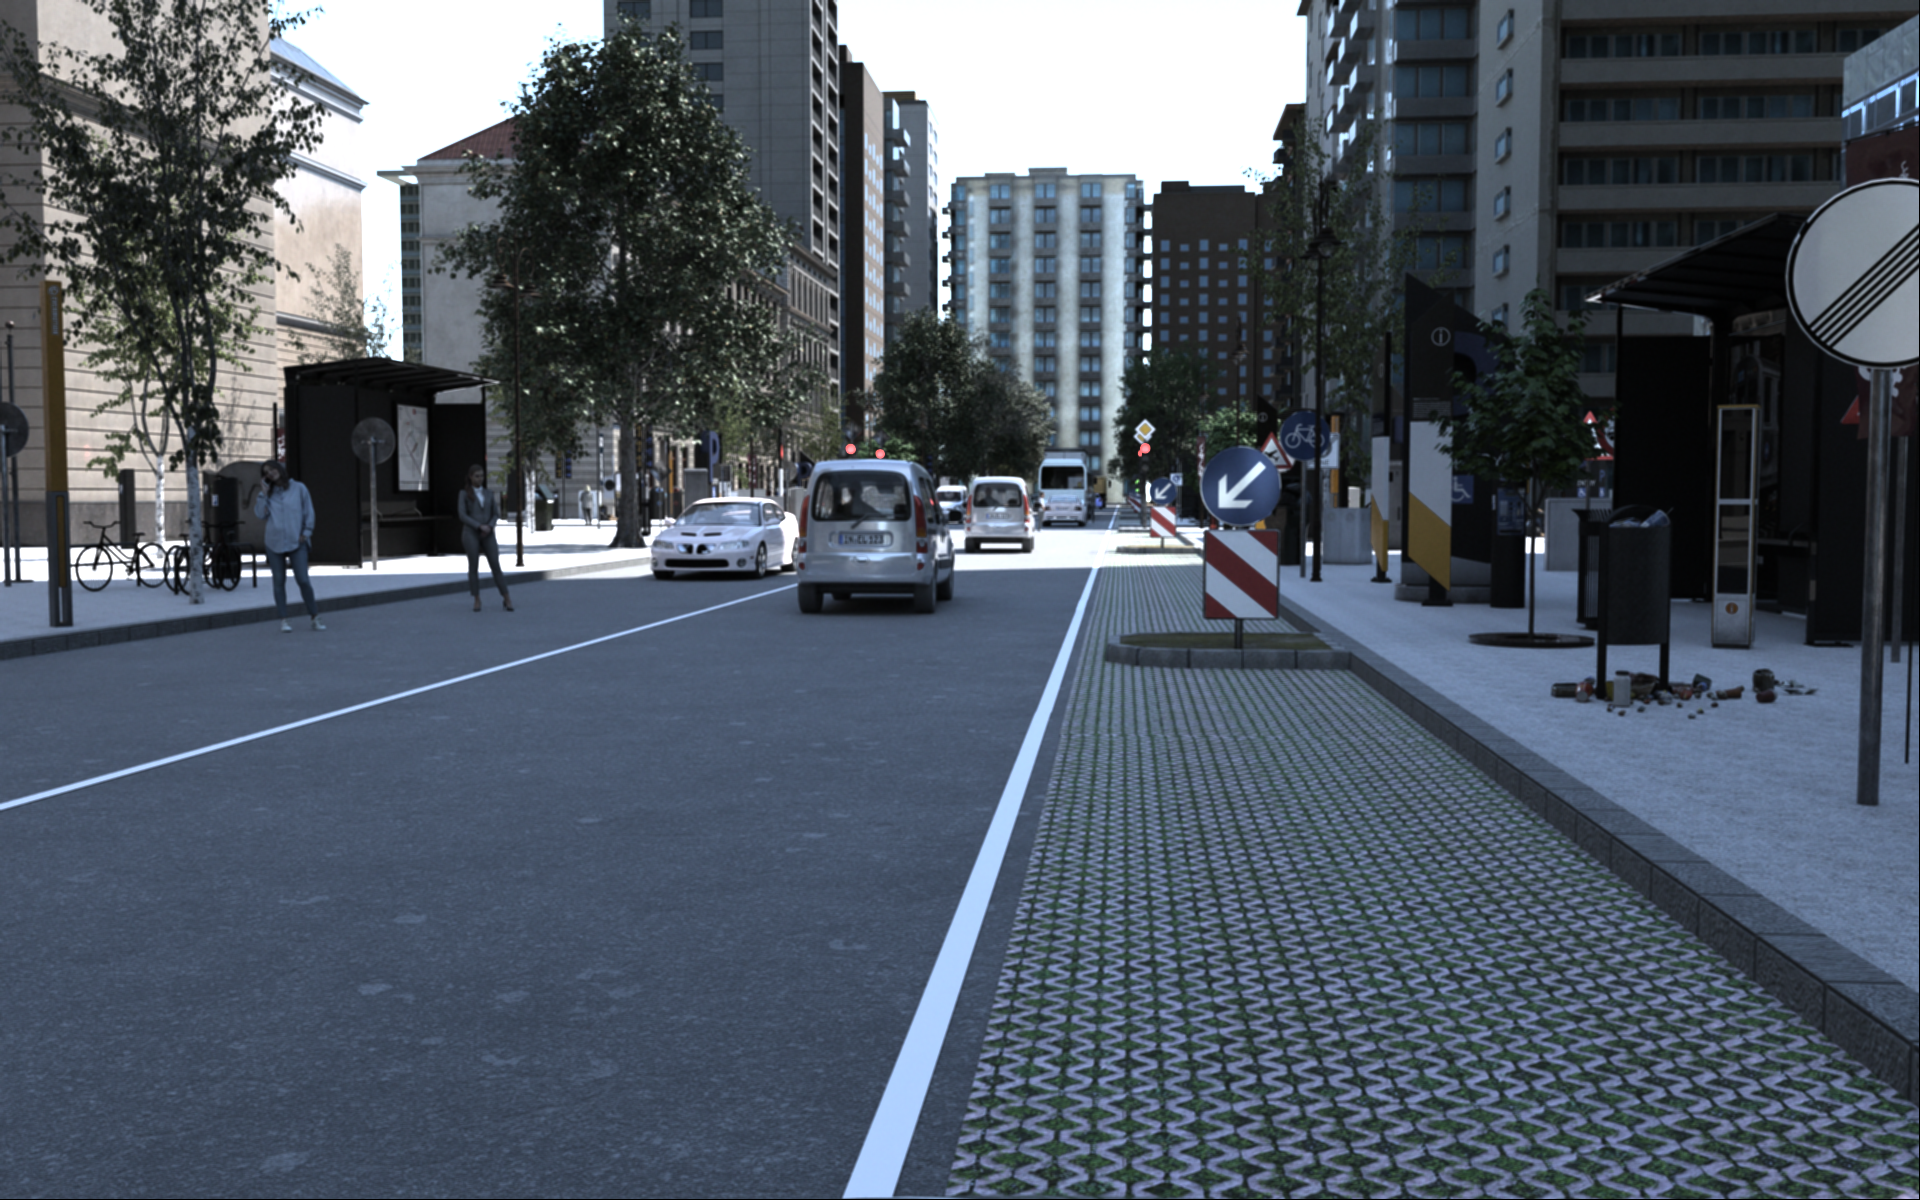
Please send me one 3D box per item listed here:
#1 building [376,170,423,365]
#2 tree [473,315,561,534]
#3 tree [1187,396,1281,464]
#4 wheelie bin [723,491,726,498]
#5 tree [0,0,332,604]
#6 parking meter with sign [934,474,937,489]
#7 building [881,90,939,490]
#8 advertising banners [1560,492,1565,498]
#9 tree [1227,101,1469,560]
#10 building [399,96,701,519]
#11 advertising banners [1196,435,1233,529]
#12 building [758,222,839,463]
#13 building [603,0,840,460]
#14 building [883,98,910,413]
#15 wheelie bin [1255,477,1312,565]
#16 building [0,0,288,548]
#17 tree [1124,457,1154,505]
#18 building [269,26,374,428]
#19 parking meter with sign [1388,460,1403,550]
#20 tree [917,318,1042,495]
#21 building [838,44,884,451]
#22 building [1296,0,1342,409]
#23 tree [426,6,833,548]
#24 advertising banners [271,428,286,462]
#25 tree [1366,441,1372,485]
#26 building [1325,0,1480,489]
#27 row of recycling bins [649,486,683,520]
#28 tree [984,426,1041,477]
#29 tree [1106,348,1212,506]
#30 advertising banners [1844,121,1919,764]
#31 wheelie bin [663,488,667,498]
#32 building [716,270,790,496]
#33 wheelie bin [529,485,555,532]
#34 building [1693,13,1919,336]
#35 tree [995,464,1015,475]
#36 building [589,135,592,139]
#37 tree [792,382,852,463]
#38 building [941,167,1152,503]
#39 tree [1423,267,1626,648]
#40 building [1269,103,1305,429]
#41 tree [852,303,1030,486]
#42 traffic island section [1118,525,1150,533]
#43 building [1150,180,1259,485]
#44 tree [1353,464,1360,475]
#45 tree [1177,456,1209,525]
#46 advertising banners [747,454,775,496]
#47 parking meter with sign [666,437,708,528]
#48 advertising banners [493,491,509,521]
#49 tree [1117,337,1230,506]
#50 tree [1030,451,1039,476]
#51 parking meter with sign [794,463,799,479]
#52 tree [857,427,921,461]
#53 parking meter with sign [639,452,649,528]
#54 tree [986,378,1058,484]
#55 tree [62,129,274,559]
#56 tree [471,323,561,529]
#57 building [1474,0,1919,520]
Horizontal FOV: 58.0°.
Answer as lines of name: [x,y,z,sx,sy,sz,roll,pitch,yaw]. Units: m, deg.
building: [-49.035,-31.053,199.600,23.993,40.220,32.217,0,4,5]
tree: [-13.663,-6.421,55.353,4.737,8.622,4.395,0,3,0]
tree: [9.354,-4.560,58.275,4.285,4.588,4.351,0,3,0]
wheelie bin: [-11.902,-4.733,85.297,0.693,1.594,0.980,-1,4,-18]
tree: [-9.074,-4.247,19.801,4.360,8.622,3.978,0,3,0]
parking meter with sign: [-1.235,-8.890,141.610,1.738,3.016,0.543,-1,4,-18]
building: [-17.482,-43.730,256.987,28.212,58.520,21.231,0,4,5]
advertising banners: [28.573,-5.226,81.634,2.074,3.025,0.090,3,5,39]
tree: [7.293,-5.064,33.163,4.737,8.622,4.395,0,3,0]
building: [-21.982,-16.084,99.134,11.583,22.565,21.152,0,4,5]
advertising banners: [7.543,-3.368,51.251,0.090,3.025,2.074,-2,4,-24]
building: [-16.783,-18.978,139.175,11.050,23.489,19.941,0,4,5]
building: [-19.828,-44.126,159.712,20.563,71.187,20.611,0,4,5]
building: [-21.488,-35.528,200.484,30.456,49.044,23.786,0,4,5]
wheelie bin: [5.942,-1.433,31.339,0.980,1.594,0.693,-3,4,-37]
building: [-33.222,-15.310,47.575,25.104,27.353,12.463,0,4,5]
tree: [23.085,-16.852,209.937,7.601,10.594,8.767,0,4,-3]
building: [-45.563,-19.061,97.558,20.117,28.700,13.634,0,4,5]
parking meter with sign: [9.940,-2.654,39.653,1.738,3.016,0.543,3,5,42]
tree: [0.484,-12.830,120.132,12.009,13.543,11.850,0,3,0]
building: [-15.621,-32.260,177.558,14.600,45.320,14.200,0,4,5]
building: [47.089,-35.039,162.119,28.713,52.752,27.495,0,4,5]
tree: [-7.955,-7.603,41.314,9.611,12.733,9.660,0,3,0]
advertising banners: [-18.649,-3.029,45.716,2.074,3.025,0.090,0,4,2]
tree: [21.629,-6.260,86.065,4.285,4.588,4.351,0,3,0]
building: [37.469,-30.569,119.416,23.786,49.044,30.456,0,4,5]
row of recycling bins: [-14.677,-4.848,86.380,3.534,1.692,1.069,-2,4,-26]
tree: [6.767,-16.395,202.467,7.601,10.594,8.767,1,4,21]
tree: [15.873,-13.369,135.588,9.611,12.733,9.660,0,3,0]
advertising banners: [4.642,-0.702,7.658,0.090,3.025,2.074,-1,4,-14]
wheelie bin: [-15.916,-5.118,91.595,0.980,1.594,0.693,-1,4,-18]
building: [-18.740,-15.609,119.829,10.561,19.102,19.286,0,4,5]
wheelie bin: [-14.398,-3.160,59.571,0.693,1.594,0.980,1,4,11]
building: [30.575,-43.913,30.652,22.319,86.520,31.000,0,4,5]
tree: [4.434,-13.536,171.680,4.737,8.622,4.395,0,3,0]
building: [-45.492,-43.943,260.462,28.212,58.520,21.231,0,4,5]
tree: [-8.913,-9.999,113.841,4.737,8.622,4.395,0,3,0]
building: [12.914,-38.931,256.125,30.456,49.044,23.786,0,4,5]
tree: [5.035,-1.240,14.868,1.663,3.219,1.824,0,3,0]
building: [45.948,-32.833,191.437,22.147,44.769,28.867,0,4,5]
tree: [-1.905,-11.428,103.858,9.611,12.733,9.660,0,3,0]
traffic island section: [6.927,-2.599,64.772,2.009,0.180,2.903,0,4,5]
building: [34.720,-36.667,249.620,14.200,45.320,14.600,0,4,5]
tree: [21.201,-6.052,93.558,1.663,3.219,1.824,0,3,0]
tree: [10.845,-5.072,77.535,1.663,3.219,1.824,0,3,0]
advertising banners: [-8.491,-4.893,76.188,2.074,3.025,0.090,-3,4,-38]
parking meter with sign: [-7.829,-3.373,51.414,1.738,3.016,0.543,-1,4,-12]
advertising banners: [-22.735,-5.353,83.706,2.074,3.025,0.090,-1,4,-10]
tree: [14.273,-11.643,116.112,9.928,11.665,9.643,0,3,0]
tree: [1.992,-14.153,148.404,9.611,12.733,9.660,0,3,0]
parking meter with sign: [-9.483,-6.193,97.519,0.543,3.016,1.738,-1,4,-16]
tree: [-3.616,-6.203,85.126,4.285,4.588,4.351,0,3,0]
parking meter with sign: [-12.197,-4.281,66.256,0.543,3.016,1.738,0,4,3]
tree: [6.253,-17.328,189.966,9.857,13.997,8.962,0,3,0]
tree: [-15.834,-5.132,34.267,4.737,8.622,4.395,0,3,0]
tree: [-15.820,-6.958,64.131,4.360,8.622,3.978,0,3,0]
building: [39.384,-28.685,92.699,21.600,48.544,21.300,0,4,5]
